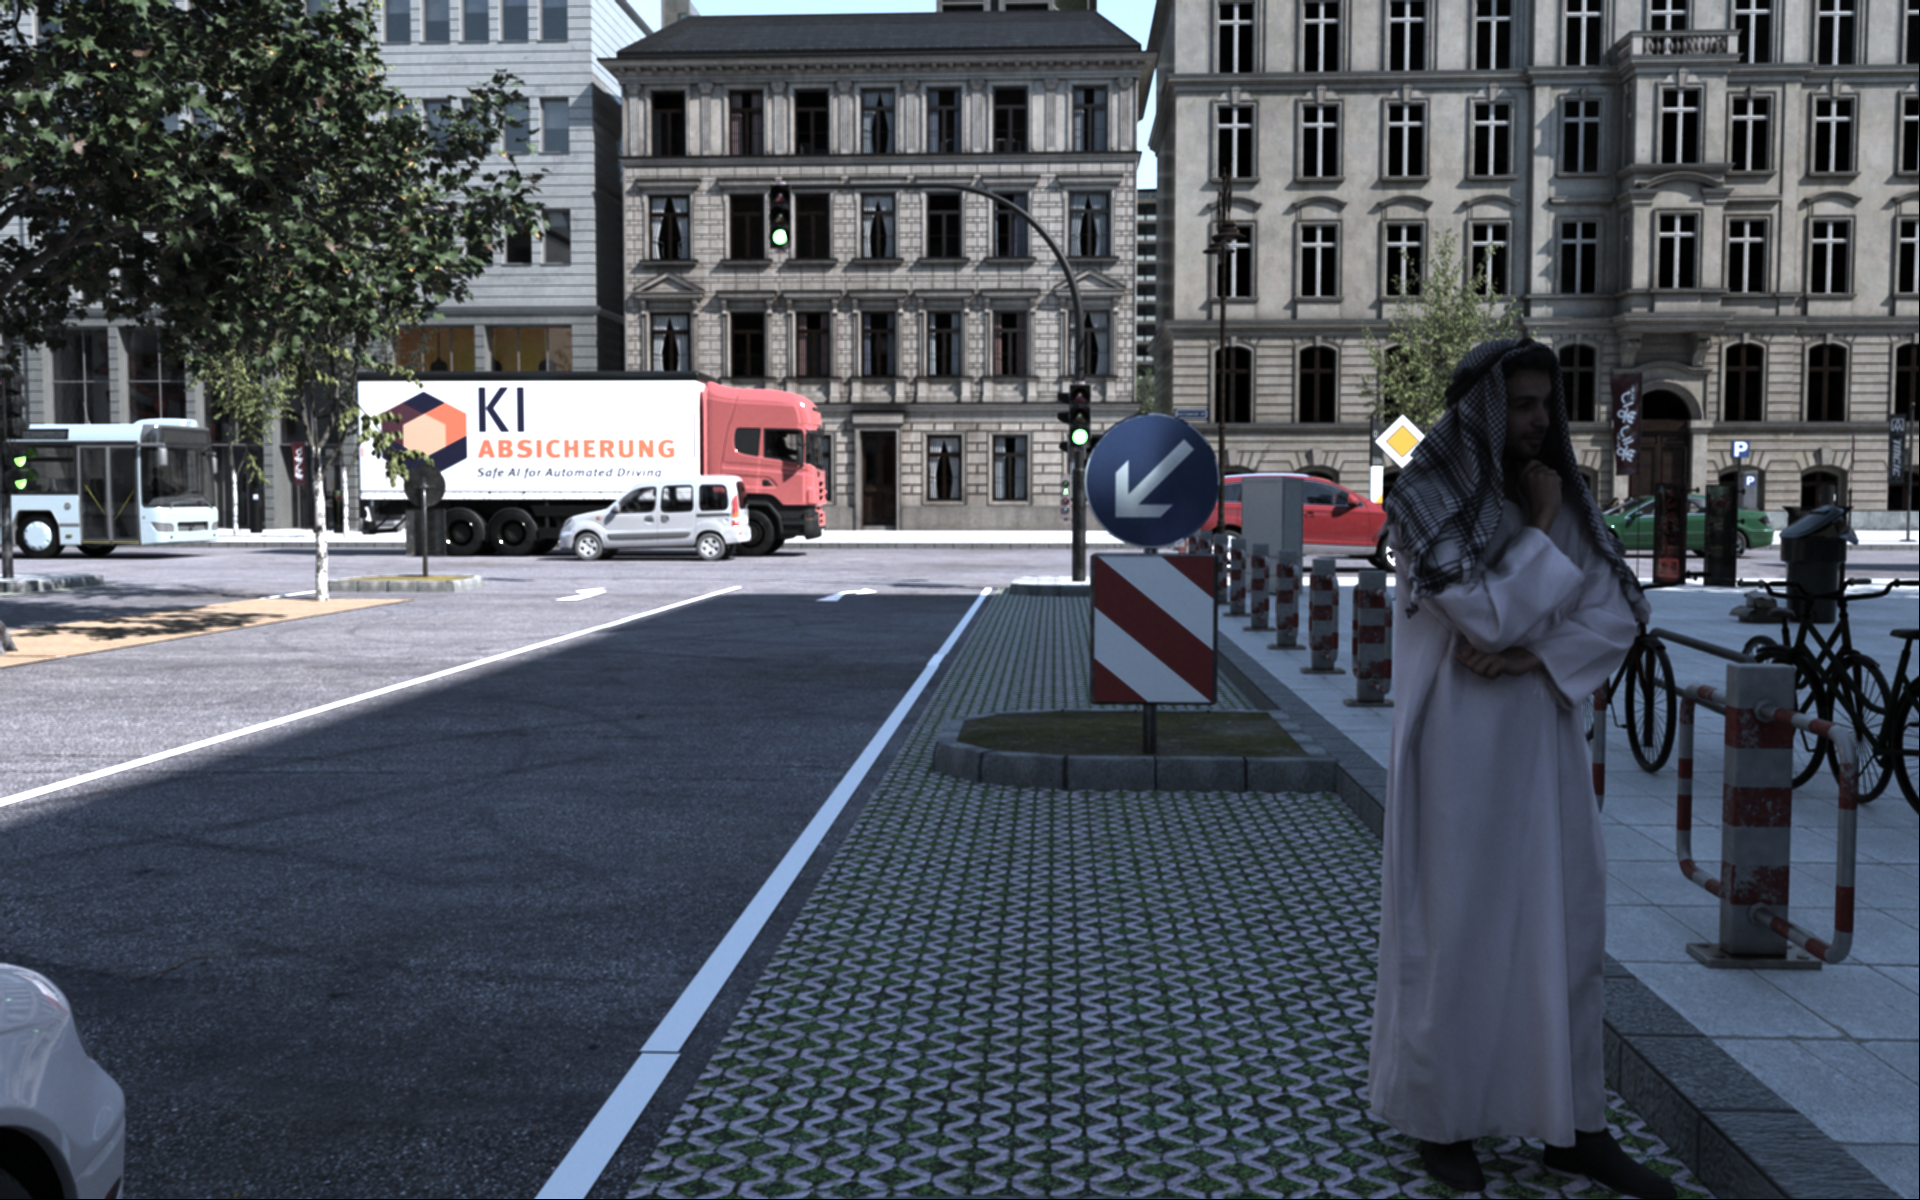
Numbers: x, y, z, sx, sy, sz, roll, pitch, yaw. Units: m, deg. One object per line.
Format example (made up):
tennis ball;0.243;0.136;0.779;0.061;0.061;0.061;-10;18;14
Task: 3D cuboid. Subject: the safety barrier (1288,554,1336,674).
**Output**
safety barrier;2.602;0.114;12.406;0.300;0.817;1.120;0;4;3

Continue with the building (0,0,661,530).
building;-27.341;-17.714;67.113;29.804;29.767;11.434;0;4;3

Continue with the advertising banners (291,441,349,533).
advertising banners;-21.060;-3.717;56.958;2.074;3.025;0.090;1;4;14

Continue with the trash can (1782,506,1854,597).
trash can;9.901;-0.512;20.031;0.748;1.137;0.748;0;3;0

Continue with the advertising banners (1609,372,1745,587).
advertising banners;10.125;-1.737;24.580;0.090;3.025;2.074;-3;4;-37

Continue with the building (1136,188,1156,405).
building;25.286;-33.126;225.211;14.086;41.232;14.154;0;4;3

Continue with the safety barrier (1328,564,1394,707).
safety barrier;2.492;0.231;10.493;0.300;0.817;1.120;0;4;3

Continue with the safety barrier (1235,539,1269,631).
safety barrier;2.814;-0.121;16.251;0.300;0.817;1.120;0;4;3

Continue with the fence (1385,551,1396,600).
fence;5.486;-0.178;18.286;2.069;0.683;0.278;0;4;3

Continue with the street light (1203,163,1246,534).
street light;3.738;-3.173;24.664;0.468;5.910;1.993;0;4;3

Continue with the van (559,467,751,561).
van;-6.665;-1.886;37.840;4.112;2.044;2.013;0;4;2

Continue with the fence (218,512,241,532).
fence;-25.660;-2.699;59.499;2.069;0.683;0.278;1;4;11

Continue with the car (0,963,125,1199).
car;-2.181;0.718;0.621;2.083;1.381;4.827;0;4;2

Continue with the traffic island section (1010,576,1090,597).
traffic island section;1.762;-0.195;25.467;2.009;0.180;2.903;0;4;3

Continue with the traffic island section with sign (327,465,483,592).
traffic island section with sign;-8.333;-1.108;26.259;2.006;1.907;1.989;0;4;3

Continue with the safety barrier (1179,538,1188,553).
safety barrier;3.239;-0.592;23.952;0.300;0.817;1.120;0;4;3

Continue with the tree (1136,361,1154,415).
tree;9.127;-8.458;88.659;4.360;8.622;3.978;0;3;0

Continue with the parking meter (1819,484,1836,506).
parking meter;22.961;-2.291;45.866;0.372;1.533;0.369;0;3;0

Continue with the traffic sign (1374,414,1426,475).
traffic sign;6.359;-1.454;24.951;0.795;2.450;0.064;1;4;10

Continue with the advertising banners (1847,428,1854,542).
advertising banners;24.128;-3.102;46.908;0.090;3.025;2.074;2;4;26

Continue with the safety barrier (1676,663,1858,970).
safety barrier;2.178;0.584;4.735;0.300;0.817;1.120;0;4;3

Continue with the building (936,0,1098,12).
building;7.668;-48.311;228.135;20.611;71.187;20.563;0;4;3

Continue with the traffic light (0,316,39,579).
traffic light;-14.465;-2.282;26.227;0.839;4.253;0.868;0;4;3

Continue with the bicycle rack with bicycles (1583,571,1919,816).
bicycle rack with bicycles;4.088;0.351;7.648;2.852;0.926;2.925;1;4;10

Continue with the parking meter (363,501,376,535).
parking meter;-18.737;-2.845;54.920;0.372;1.533;0.369;0;3;0

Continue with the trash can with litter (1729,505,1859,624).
trash can with litter;8.294;-0.358;17.239;1.055;1.170;0.624;0;4;-7

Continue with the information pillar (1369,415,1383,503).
information pillar;12.369;-3.680;51.520;0.504;3.616;0.183;-2;4;-33

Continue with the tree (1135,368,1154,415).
tree;10.557;-9.146;99.896;4.737;8.622;4.395;0;3;0

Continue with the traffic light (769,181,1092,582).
traffic light;-0.371;-3.098;25.328;4.771;5.953;1.251;0;4;3

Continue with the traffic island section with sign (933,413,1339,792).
traffic island section with sign;0.877;-0.039;9.259;1.989;1.847;2.006;0;4;3

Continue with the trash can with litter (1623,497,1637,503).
trash can with litter;17.941;-2.185;46.786;1.678;1.210;2.233;-1;4;-23

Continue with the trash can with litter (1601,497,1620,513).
trash can with litter;29.459;-4.116;78.677;0.624;1.170;1.055;0;4;5

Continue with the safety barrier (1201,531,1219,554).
safety barrier;3.023;-0.357;20.107;0.300;0.817;1.120;0;4;3

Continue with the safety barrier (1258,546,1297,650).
safety barrier;2.707;-0.004;14.337;0.300;0.817;1.120;0;4;3

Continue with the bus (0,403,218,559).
bus;-23.046;-2.732;39.521;13.247;3.499;2.948;0;4;4

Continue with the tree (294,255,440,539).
tree;-17.381;-6.060;49.441;4.360;8.622;3.978;0;3;0

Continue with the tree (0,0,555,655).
tree;-8.924;-5.856;15.215;9.611;12.733;9.660;0;3;0

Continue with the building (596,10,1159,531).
building;-2.601;-12.242;64.783;19.286;19.102;10.561;0;4;3

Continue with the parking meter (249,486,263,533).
parking meter;-23.249;-2.983;57.191;0.372;1.533;0.369;0;3;0

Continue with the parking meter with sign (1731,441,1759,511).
parking meter with sign;25.393;-3.649;55.915;0.543;3.016;1.738;1;4;9

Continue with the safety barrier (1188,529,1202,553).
safety barrier;3.128;-0.474;22.020;0.300;0.817;1.120;0;4;3

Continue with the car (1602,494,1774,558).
car;15.857;-1.692;39.468;4.920;1.459;2.131;0;4;5

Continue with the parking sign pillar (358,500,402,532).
parking sign pillar;-20.000;-4.352;59.627;1.447;3.967;1.447;1;4;11

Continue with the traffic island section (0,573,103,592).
traffic island section;-14.505;-0.250;26.364;2.009;0.180;2.903;0;4;3

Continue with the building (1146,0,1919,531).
building;24.700;-15.063;65.368;34.723;24.649;14.460;0;4;3

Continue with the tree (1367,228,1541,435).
tree;13.762;-5.943;47.532;4.737;8.622;4.395;0;3;0

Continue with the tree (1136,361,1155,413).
tree;10.780;-12.293;126.738;9.928;11.665;9.643;0;3;0

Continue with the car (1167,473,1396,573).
car;6.460;-1.455;32.463;5.304;1.827;2.281;0;4;5

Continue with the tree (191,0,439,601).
tree;-8.475;-4.267;22.586;4.737;8.622;4.395;0;3;0

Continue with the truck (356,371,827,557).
truck;-8.170;-3.168;40.717;11.283;4.237;2.839;0;4;2

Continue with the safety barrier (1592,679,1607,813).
safety barrier;2.285;0.466;6.648;0.300;0.817;1.120;0;4;3

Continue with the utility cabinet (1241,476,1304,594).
utility cabinet;4.032;-0.836;22.352;0.318;1.500;1.173;-1;4;-16

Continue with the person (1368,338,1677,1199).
person;1.118;0.342;3.569;0.551;1.740;0.621;-3;5;-40

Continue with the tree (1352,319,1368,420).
tree;15.084;-6.497;56.594;4.737;8.622;4.395;0;3;0

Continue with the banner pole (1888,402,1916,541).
banner pole;25.863;-3.519;47.550;0.401;3.779;0.863;-2;4;-31

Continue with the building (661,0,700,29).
building;-38.594;-33.071;160.323;30.456;49.044;23.786;0;4;3

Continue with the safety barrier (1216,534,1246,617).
safety barrier;2.917;-0.239;18.181;0.300;0.817;1.120;0;4;3
